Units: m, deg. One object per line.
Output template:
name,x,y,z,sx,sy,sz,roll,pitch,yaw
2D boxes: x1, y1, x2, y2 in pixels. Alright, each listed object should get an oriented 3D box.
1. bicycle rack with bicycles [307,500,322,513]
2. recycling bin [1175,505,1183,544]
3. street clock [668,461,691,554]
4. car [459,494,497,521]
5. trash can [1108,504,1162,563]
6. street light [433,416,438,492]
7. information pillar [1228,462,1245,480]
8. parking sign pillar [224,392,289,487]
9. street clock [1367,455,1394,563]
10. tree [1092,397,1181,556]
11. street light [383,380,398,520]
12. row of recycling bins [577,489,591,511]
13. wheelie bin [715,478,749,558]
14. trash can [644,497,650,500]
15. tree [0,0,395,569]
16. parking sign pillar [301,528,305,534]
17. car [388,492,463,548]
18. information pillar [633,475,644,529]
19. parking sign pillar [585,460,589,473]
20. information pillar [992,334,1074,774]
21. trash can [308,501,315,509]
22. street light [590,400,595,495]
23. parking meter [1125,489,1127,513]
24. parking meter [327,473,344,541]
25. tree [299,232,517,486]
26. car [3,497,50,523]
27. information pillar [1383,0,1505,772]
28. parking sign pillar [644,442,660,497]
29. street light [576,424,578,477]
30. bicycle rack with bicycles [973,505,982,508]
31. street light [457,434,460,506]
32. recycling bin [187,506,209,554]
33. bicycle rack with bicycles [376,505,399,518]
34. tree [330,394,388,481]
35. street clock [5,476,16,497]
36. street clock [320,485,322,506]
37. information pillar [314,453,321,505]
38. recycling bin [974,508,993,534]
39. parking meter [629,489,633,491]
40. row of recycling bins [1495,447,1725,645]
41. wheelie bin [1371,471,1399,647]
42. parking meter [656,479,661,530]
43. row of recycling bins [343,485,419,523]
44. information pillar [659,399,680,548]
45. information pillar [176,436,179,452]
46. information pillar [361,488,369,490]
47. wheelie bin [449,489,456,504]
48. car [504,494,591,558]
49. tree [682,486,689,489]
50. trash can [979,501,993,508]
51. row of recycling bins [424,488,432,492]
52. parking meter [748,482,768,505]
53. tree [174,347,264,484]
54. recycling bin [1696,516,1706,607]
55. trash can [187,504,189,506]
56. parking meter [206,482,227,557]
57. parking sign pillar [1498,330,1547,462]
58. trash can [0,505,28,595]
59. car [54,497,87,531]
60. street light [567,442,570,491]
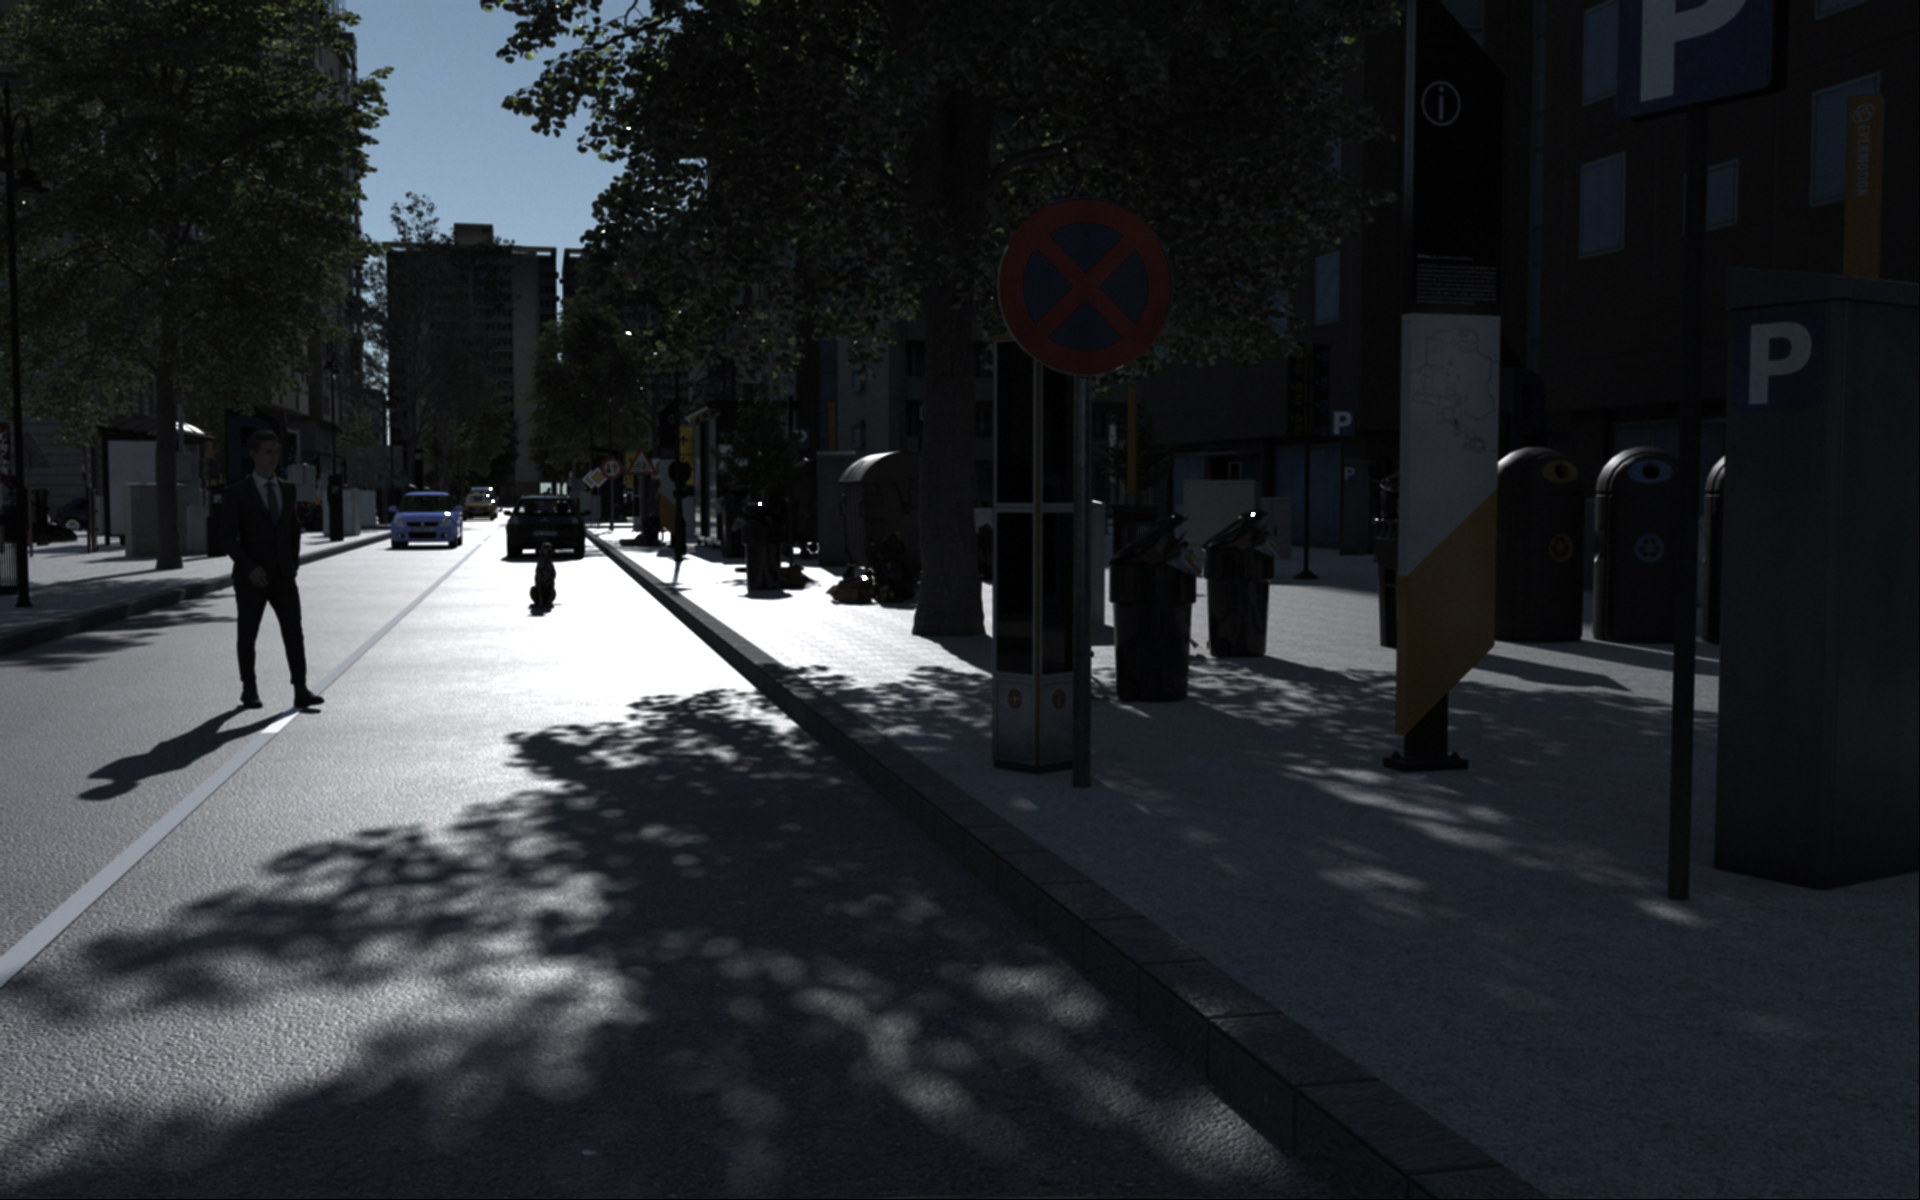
bicycle rack with bicycles,-49.326,-7.308,132.867,2.852,0.926,2.925,0,4,-6
recycling bin,5.324,-1.666,39.800,0.722,1.027,0.722,0,4,5
street clock,-6.038,-2.006,37.371,0.471,2.002,0.358,2,4,33
car,-26.397,-5.176,94.853,2.015,1.641,3.980,-1,4,-15
trash can,2.419,-0.752,23.950,0.748,1.137,0.748,0,3,0
street light,-30.495,-7.836,100.898,0.468,5.910,1.993,-1,4,-14
information pillar,6.336,-2.154,39.702,0.304,2.012,0.304,2,4,26
parking sign pillar,-17.713,-3.362,43.444,1.447,3.967,1.447,-1,4,-18
street clock,7.829,-1.695,32.282,0.471,2.002,0.358,1,4,11
tree,3.669,-2.444,34.562,1.663,3.219,1.824,0,3,0
street light,-22.983,-5.948,70.039,0.468,5.910,1.993,-1,4,-14
row of recycling bins,-22.857,-6.269,109.614,1.069,1.692,3.534,2,4,29
wheelie bin,-4.427,-1.652,34.913,0.980,1.594,0.693,-1,4,-15
trash can,-13.825,-3.974,76.630,0.748,1.137,0.748,0,3,0
tree,-13.186,-6.806,29.412,7.486,12.596,7.792,0,3,0
parking sign pillar,-21.952,-4.125,55.922,1.447,3.967,1.447,-2,4,-28
car,-14.479,-2.293,47.075,1.945,1.707,3.694,-1,4,-13
information pillar,-11.678,-3.572,62.900,0.304,2.012,0.304,1,4,17
parking sign pillar,-27.194,-8.469,126.934,1.447,3.967,1.447,-1,4,-22
information pillar,0.358,-0.218,8.058,0.304,2.012,0.304,-3,5,-43
trash can,-42.330,-6.217,113.309,0.748,1.137,0.748,0,3,0
street light,-17.583,-6.722,82.692,0.468,5.910,1.993,-1,4,-14
parking meter,7.573,-4.404,77.711,0.255,1.863,0.399,-3,4,-37
parking meter,-17.125,-2.554,47.467,0.399,1.863,0.255,-1,4,-20
tree,-25.727,-10.439,81.052,12.009,13.543,11.850,0,3,0
car,-35.001,-3.040,62.283,3.894,1.354,1.945,-1,4,-16
information pillar,2.259,-1.020,8.026,0.504,3.616,0.183,-1,4,-16
parking sign pillar,-14.237,-5.646,80.780,1.447,3.967,1.447,-2,4,-25
street light,-25.123,-8.611,113.585,0.468,5.910,1.993,-1,4,-14
bicycle rack with bicycles,2.232,-4.403,85.378,2.852,0.926,2.925,-1,4,-14
street light,-38.001,-9.690,131.226,0.468,5.910,1.993,-1,4,-14
recycling bin,-16.450,-1.517,37.351,0.722,1.027,0.722,3,5,39
bicycle rack with bicycles,-27.932,-4.420,85.649,2.925,0.926,2.852,-3,5,-40
tree,-42.523,-10.534,122.587,4.360,8.622,3.978,0,3,0
street clock,-37.874,-3.953,69.203,0.358,2.002,0.471,1,4,22
street clock,-51.131,-8.187,138.420,0.358,2.002,0.471,1,4,13
information pillar,-36.906,-6.614,99.497,0.183,3.616,0.504,1,4,12
recycling bin,0.438,-1.181,31.856,0.722,1.027,0.722,0,4,3
parking meter,-27.181,-8.399,143.027,0.255,1.863,0.399,0,4,6
row of recycling bins,6.368,-0.484,15.030,3.534,1.692,1.069,1,4,14
wheelie bin,3.844,-0.398,14.422,0.693,1.594,0.980,-1,4,-14
parking meter,-10.928,-3.471,62.465,0.255,1.863,0.399,2,4,30
row of recycling bins,-25.569,-4.217,76.056,3.534,1.692,1.069,-1,4,-18
information pillar,-6.892,-3.051,41.244,0.504,3.616,0.183,0,4,4
information pillar,-25.030,-3.896,55.060,0.183,3.616,0.504,2,4,29
information pillar,-25.267,-4.228,73.615,0.304,2.012,0.304,-1,4,-22
wheelie bin,-34.703,-6.675,117.046,0.980,1.594,0.693,3,4,37
car,-9.606,-1.866,40.300,2.009,1.686,4.222,-1,4,-12
tree,-18.569,-7.764,110.661,4.285,4.588,4.351,0,3,0
trash can,0.769,-1.527,36.618,0.748,1.137,0.748,0,3,0
row of recycling bins,-34.815,-6.333,110.661,1.069,1.692,3.534,-3,5,-44
parking meter,-3.870,-1.515,33.174,0.372,1.533,0.369,0,3,0
tree,-37.187,-8.348,86.846,4.737,8.622,4.395,0,3,0
recycling bin,8.309,-0.457,20.033,0.722,1.027,0.722,1,4,10
trash can,-40.443,-4.797,90.081,0.748,1.137,0.748,0,3,0
parking meter,-15.322,-1.668,35.683,0.372,1.533,0.369,0,3,0
parking sign pillar,8.701,-2.366,27.151,1.447,3.967,1.447,-3,5,-44
trash can,-12.311,-0.640,22.123,0.748,1.137,0.748,0,3,0
car,-30.444,-3.059,62.601,3.894,1.354,1.945,-1,4,-12
street light,-32.492,-10.468,143.946,0.468,5.910,1.993,-1,4,-14
